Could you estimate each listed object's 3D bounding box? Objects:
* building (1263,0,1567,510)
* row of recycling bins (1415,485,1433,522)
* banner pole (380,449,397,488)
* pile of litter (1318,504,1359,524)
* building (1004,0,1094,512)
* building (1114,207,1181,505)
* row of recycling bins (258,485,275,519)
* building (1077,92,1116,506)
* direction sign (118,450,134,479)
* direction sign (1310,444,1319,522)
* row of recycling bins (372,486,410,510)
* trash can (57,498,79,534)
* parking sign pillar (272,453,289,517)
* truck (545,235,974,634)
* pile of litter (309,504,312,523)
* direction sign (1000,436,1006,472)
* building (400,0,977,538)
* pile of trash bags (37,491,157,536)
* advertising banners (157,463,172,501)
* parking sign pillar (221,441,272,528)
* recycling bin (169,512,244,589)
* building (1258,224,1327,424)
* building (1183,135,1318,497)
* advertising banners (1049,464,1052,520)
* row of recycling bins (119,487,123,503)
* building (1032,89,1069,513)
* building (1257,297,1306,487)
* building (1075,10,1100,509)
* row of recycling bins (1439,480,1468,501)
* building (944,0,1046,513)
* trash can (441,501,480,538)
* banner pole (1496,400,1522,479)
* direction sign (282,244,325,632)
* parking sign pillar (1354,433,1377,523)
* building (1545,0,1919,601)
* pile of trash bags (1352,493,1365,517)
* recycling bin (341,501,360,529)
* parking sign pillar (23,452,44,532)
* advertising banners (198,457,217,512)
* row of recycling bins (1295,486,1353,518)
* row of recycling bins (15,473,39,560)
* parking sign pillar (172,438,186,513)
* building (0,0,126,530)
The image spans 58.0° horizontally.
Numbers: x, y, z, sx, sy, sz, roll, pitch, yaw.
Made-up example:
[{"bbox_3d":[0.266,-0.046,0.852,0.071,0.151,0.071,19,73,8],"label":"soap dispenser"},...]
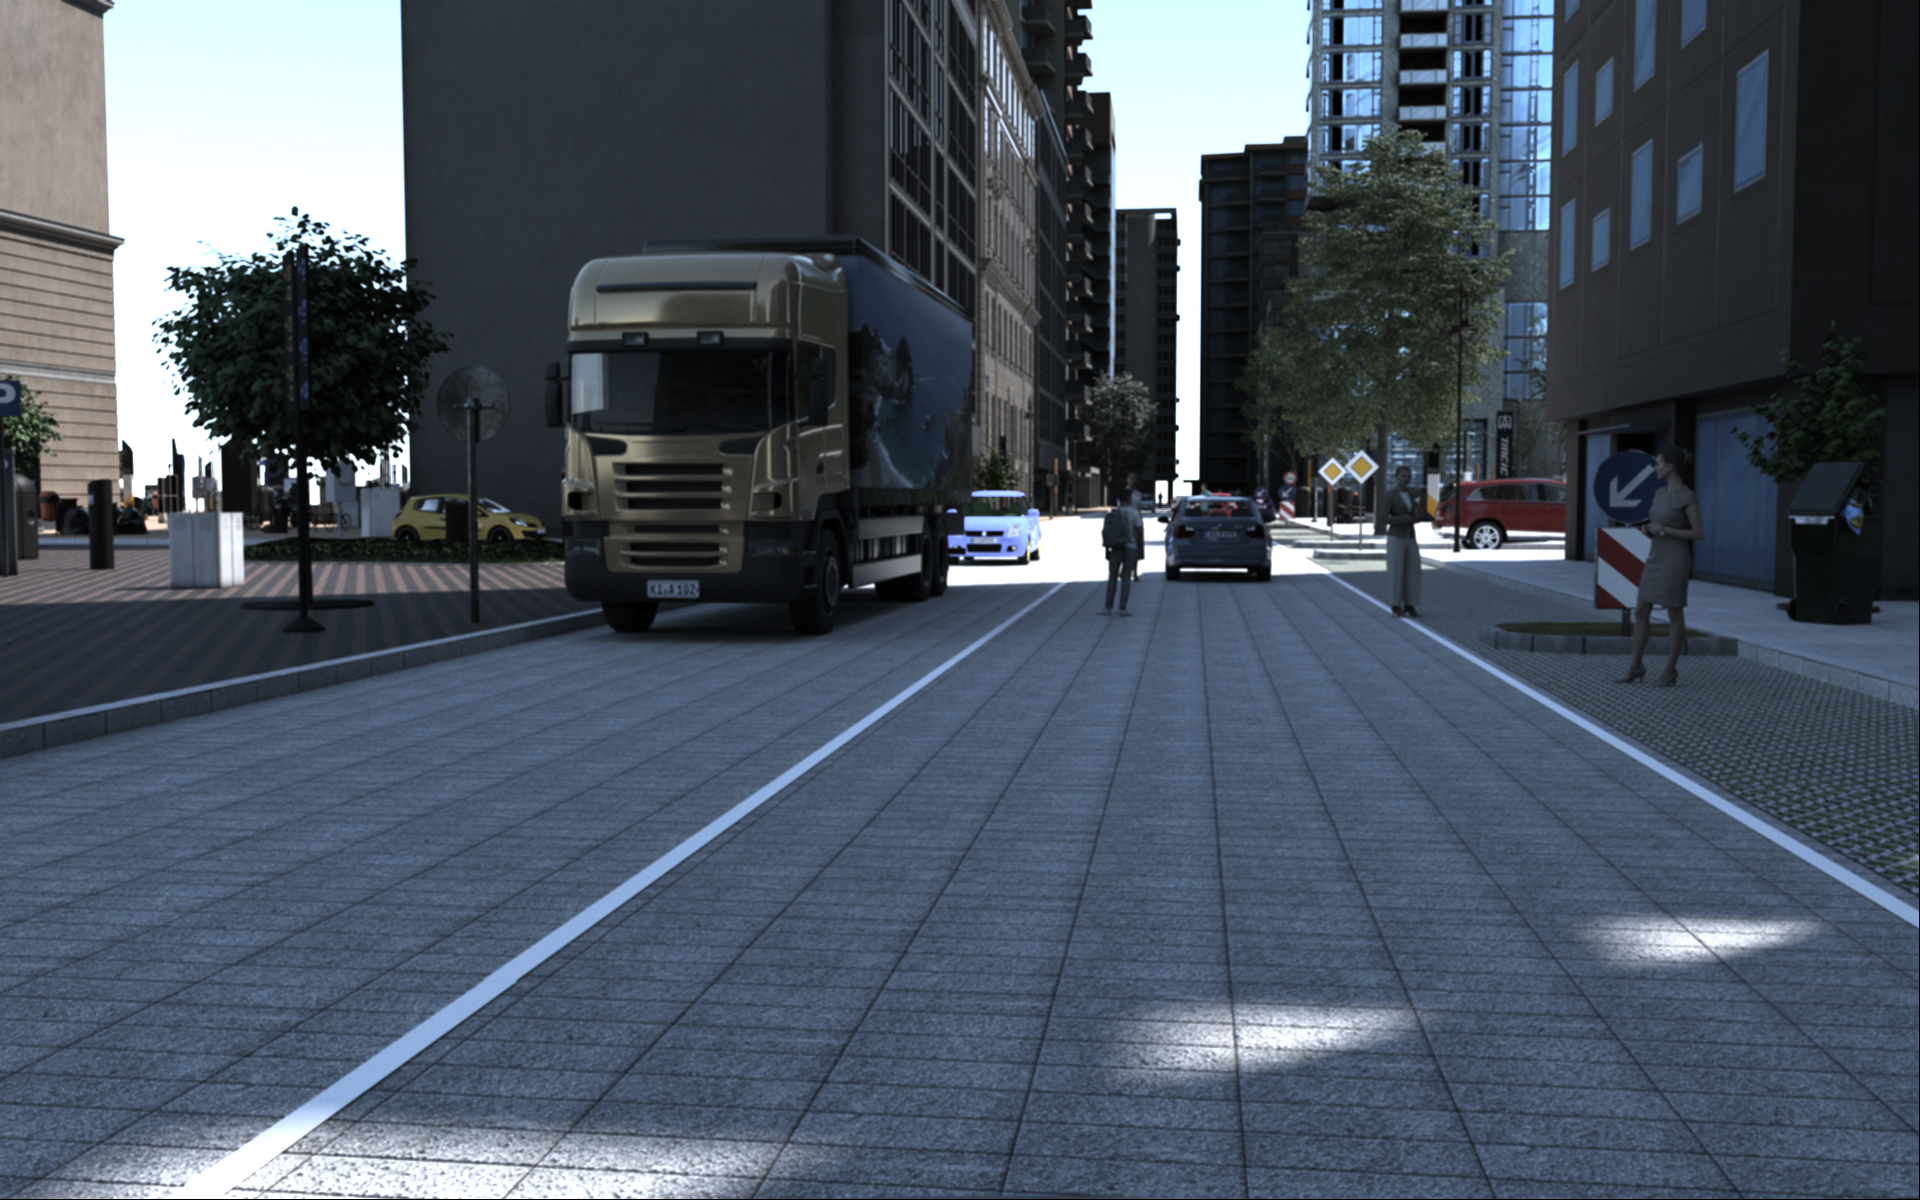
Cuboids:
[{"bbox_3d":[35.774,-50.200,133.448,22.319,86.520,31.000,0,4,8],"label":"building"},{"bbox_3d":[21.749,-4.496,80.624,1.069,1.692,3.534,0,4,6],"label":"row of recycling bins"},{"bbox_3d":[-25.310,-5.271,76.191,0.401,3.779,0.863,1,4,19],"label":"banner pole"},{"bbox_3d":[16.332,-3.715,74.699,1.719,0.858,1.176,1,4,21],"label":"pile of litter"},{"bbox_3d":[-0.900,-29.579,138.233,22.147,44.769,28.867,0,4,8],"label":"building"},{"bbox_3d":[16.192,-32.456,222.538,23.993,40.220,32.217,0,4,8],"label":"building"},{"bbox_3d":[-33.152,-4.527,81.134,1.069,1.692,3.534,0,4,5],"label":"row of recycling bins"},{"bbox_3d":[9.667,-33.059,190.625,14.200,45.320,14.600,0,4,8],"label":"building"},{"bbox_3d":[-43.434,-6.010,90.253,0.379,3.537,0.876,2,4,30],"label":"direction sign"},{"bbox_3d":[16.107,-5.302,78.683,0.379,3.537,0.876,-1,4,-12],"label":"direction sign"},{"bbox_3d":[-30.081,-5.207,92.244,3.534,1.692,1.069,2,4,26],"label":"row of recycling bins"},{"bbox_3d":[-29.020,-2.728,56.257,0.748,1.137,0.748,0,3,0],"label":"trash can"},{"bbox_3d":[-38.175,-6.624,96.781,1.447,3.967,1.447,0,4,7],"label":"parking sign pillar"},{"bbox_3d":[-1.912,-1.976,21.214,2.839,4.237,11.283,1,4,9],"label":"truck"},{"bbox_3d":[-29.254,-3.941,78.401,1.719,0.858,1.176,2,4,28],"label":"pile of litter"},{"bbox_3d":[1.671,-4.630,67.692,0.379,3.537,0.876,-1,4,-13],"label":"direction sign"},{"bbox_3d":[-7.661,-16.362,61.032,14.314,27.812,24.014,0,4,8],"label":"building"},{"bbox_3d":[-27.300,-2.717,54.170,1.912,1.369,3.447,1,4,19],"label":"pile of trash bags"},{"bbox_3d":[-44.915,-6.219,97.873,0.090,3.025,2.074,0,4,-3],"label":"advertising banners"},{"bbox_3d":[-27.555,-4.756,66.225,1.447,3.967,1.447,1,4,13],"label":"parking sign pillar"},{"bbox_3d":[-10.361,-0.690,23.830,0.722,1.027,0.722,0,4,4],"label":"recycling bin"},{"bbox_3d":[39.230,-25.371,186.509,14.160,30.474,14.107,0,4,8],"label":"building"},{"bbox_3d":[42.296,-34.233,214.326,28.867,44.769,22.147,0,4,8],"label":"building"},{"bbox_3d":[4.440,-5.436,85.060,0.090,3.025,2.074,0,4,5],"label":"advertising banners"},{"bbox_3d":[-39.478,-4.459,80.013,1.069,1.692,3.534,0,4,-8],"label":"row of recycling bins"},{"bbox_3d":[-1.073,-19.342,109.756,14.314,27.812,24.014,0,4,8],"label":"building"},{"bbox_3d":[42.846,-19.548,164.650,27.650,21.520,28.899,0,4,8],"label":"building"},{"bbox_3d":[2.814,-44.321,162.892,20.563,71.187,20.611,0,4,8],"label":"building"},{"bbox_3d":[15.794,-2.645,50.351,3.534,1.692,1.069,-1,4,-13],"label":"row of recycling bins"},{"bbox_3d":[-3.039,-17.609,85.162,12.463,27.353,25.104,0,4,8],"label":"building"},{"bbox_3d":[-10.045,-1.421,34.887,0.748,1.137,0.748,0,3,0],"label":"trash can"},{"bbox_3d":[14.609,-3.426,46.026,0.863,3.779,0.401,-1,4,-9],"label":"banner pole"},{"bbox_3d":[-6.163,-1.478,16.162,0.379,3.537,0.876,-2,4,-34],"label":"direction sign"},{"bbox_3d":[18.114,-5.381,76.448,1.447,3.967,1.447,1,4,11],"label":"parking sign pillar"},{"bbox_3d":[17.526,-22.945,25.263,14.600,45.320,14.200,0,4,8],"label":"building"},{"bbox_3d":[22.875,-5.397,97.992,1.912,1.369,3.447,-1,4,-11],"label":"pile of trash bags"},{"bbox_3d":[-22.850,-3.197,64.818,0.722,1.027,0.722,-1,4,-17],"label":"recycling bin"},{"bbox_3d":[-31.489,-4.246,57.890,1.447,3.967,1.447,-2,4,-33],"label":"parking sign pillar"},{"bbox_3d":[-35.033,-5.165,80.629,0.090,3.025,2.074,-3,5,-43],"label":"advertising banners"},{"bbox_3d":[19.749,-5.327,94.214,3.534,1.692,1.069,-2,4,-24],"label":"row of recycling bins"},{"bbox_3d":[-19.669,-1.689,34.725,3.534,1.692,1.069,3,4,37],"label":"row of recycling bins"},{"bbox_3d":[-37.829,-5.836,83.887,1.447,3.967,1.447,-1,4,-18],"label":"parking sign pillar"},{"bbox_3d":[-42.367,-16.770,60.087,20.117,28.700,13.634,0,4,8],"label":"building"}]
